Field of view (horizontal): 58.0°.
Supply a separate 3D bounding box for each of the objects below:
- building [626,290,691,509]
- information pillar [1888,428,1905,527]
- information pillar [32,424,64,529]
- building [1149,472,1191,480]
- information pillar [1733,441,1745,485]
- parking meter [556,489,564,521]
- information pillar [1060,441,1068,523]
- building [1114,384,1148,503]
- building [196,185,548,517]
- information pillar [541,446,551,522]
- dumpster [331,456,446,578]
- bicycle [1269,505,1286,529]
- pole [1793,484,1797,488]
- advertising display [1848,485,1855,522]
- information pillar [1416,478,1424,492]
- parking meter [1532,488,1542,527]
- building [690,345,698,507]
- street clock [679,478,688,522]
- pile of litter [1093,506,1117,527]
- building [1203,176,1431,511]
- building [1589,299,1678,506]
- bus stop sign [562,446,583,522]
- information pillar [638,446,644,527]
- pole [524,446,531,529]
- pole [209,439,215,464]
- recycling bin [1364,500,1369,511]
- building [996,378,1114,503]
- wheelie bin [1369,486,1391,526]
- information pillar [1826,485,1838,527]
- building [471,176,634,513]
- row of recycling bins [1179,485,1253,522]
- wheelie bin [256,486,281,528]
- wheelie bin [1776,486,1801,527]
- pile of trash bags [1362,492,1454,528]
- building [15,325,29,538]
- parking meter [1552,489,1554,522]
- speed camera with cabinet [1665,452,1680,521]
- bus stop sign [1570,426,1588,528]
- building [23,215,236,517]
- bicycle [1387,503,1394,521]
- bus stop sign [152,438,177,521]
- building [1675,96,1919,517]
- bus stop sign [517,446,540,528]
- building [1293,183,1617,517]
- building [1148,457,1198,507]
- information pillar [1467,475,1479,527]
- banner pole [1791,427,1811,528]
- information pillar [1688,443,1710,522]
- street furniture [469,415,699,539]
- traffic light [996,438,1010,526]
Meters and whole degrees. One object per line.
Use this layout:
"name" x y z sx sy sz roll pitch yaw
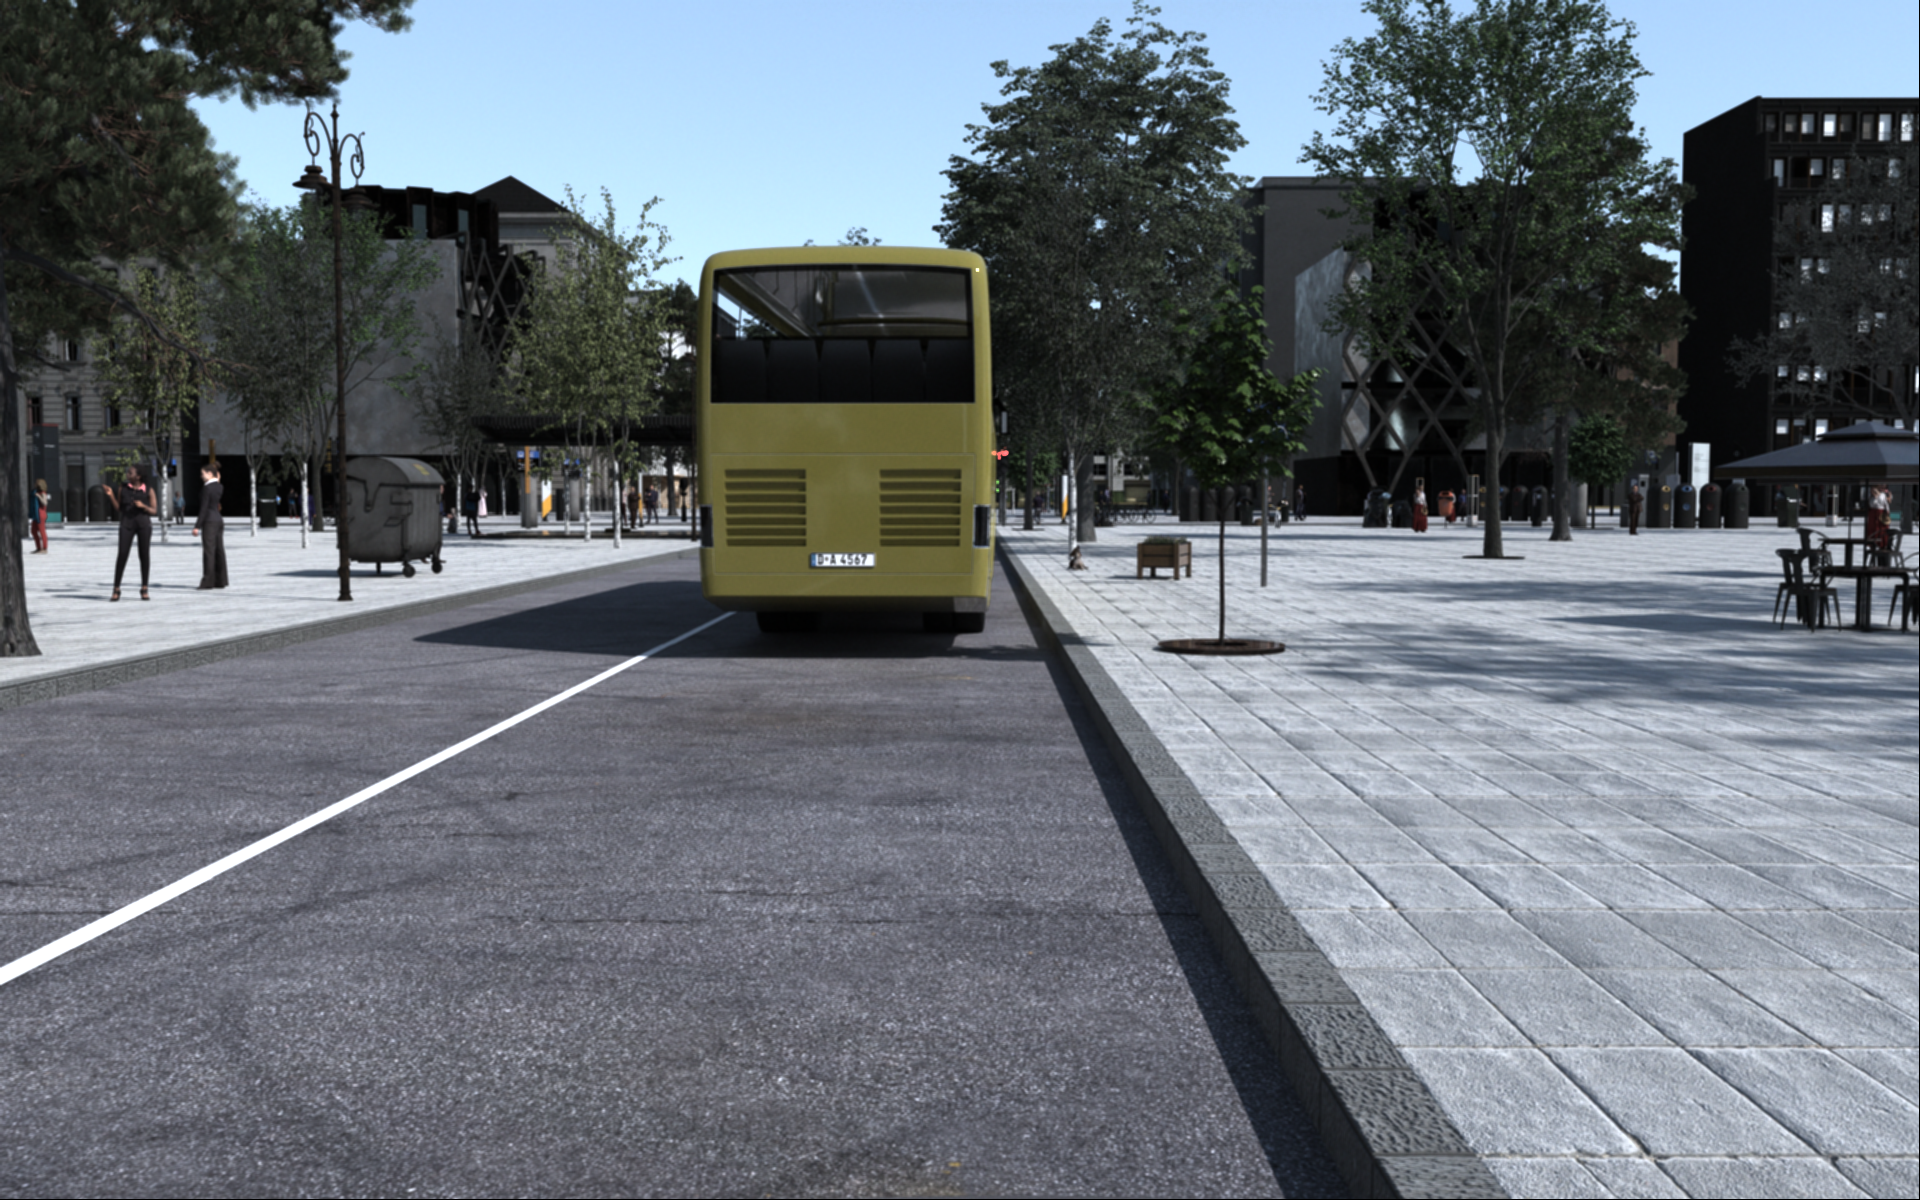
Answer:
"building" -33.887 -18.466 158.342 16.016 20.091 11.380 0 4 0
"information pillar" 36.564 -4.809 68.012 0.750 3.857 0.750 0 4 2
"information pillar" -33.703 -4.559 63.922 0.750 3.857 0.750 2 4 29
"building" 30.468 -21.247 203.812 16.016 20.091 11.380 0 4 0
"information pillar" 34.230 -5.188 76.180 0.504 3.616 0.183 3 4 37
"parking meter" -19.145 -4.555 82.884 0.372 1.533 0.369 0 3 0
"information pillar" 4.618 -5.209 76.516 0.183 3.616 0.504 2 4 27
"building" 38.272 -24.279 263.411 31.486 18.905 16.747 0 4 0
"building" -33.738 -14.468 103.996 16.820 18.784 16.811 0 4 0
"information pillar" -19.142 -5.425 80.055 0.504 3.616 0.183 -3 5 -44
"dumpster" -8.958 -1.312 27.208 1.264 1.857 1.865 0 4 0
"bicycle" 11.864 -3.146 64.663 0.635 0.972 1.543 0 4 4
"pole" 38.956 -5.314 80.735 0.158 3.312 0.155 0 3 0
"advertising display" 41.819 -4.650 81.236 0.123 1.923 0.974 1 4 20
"information pillar" 21.247 -4.624 80.101 0.304 2.012 0.304 0 4 5
"parking meter" 22.677 -3.648 68.059 0.372 1.533 0.369 0 3 0
"building" -33.813 -19.161 169.701 16.016 20.091 11.380 0 4 0
"street clock" -12.763 -4.616 80.037 0.358 2.002 0.471 -2 4 -33
"pile of litter" 5.200 -3.270 67.423 1.719 0.858 1.176 1 4 19
"building" 28.021 -21.199 140.107 14.314 27.812 24.014 0 4 0
"building" 60.775 -21.486 195.267 32.646 21.610 27.936 0 4 0
"bus stop sign" -18.098 -5.619 80.890 0.837 3.901 0.837 0 4 -4
"information pillar" -12.300 -4.605 66.651 0.183 3.616 0.504 0 4 -4
"pole" -15.890 -4.268 63.619 0.158 3.312 0.155 0 3 0
"pole" -27.823 -4.322 64.515 0.158 3.312 0.155 0 3 0
"recycling bin" 18.814 -4.029 78.435 0.722 1.027 0.722 -2 4 -25
"building" 6.571 -24.290 263.605 31.486 18.905 16.747 0 4 0
"wheelie bin" 16.847 -3.773 69.594 0.980 1.594 0.693 2 4 31
"information pillar" 33.985 -3.853 67.485 0.304 2.012 0.304 -3 4 -36
"building" -31.313 -18.314 128.304 11.050 23.489 19.941 0 4 0
"row of recycling bins" 11.828 -4.440 79.707 3.534 1.692 1.069 -1 4 -15
"wheelie bin" -26.457 -3.560 66.114 0.980 1.594 0.693 -1 4 -22
"wheelie bin" 31.819 -3.591 66.617 0.980 1.594 0.693 -1 4 -14
"pile of trash bags" 16.981 -3.426 65.768 3.447 1.369 1.912 1 4 21
"building" -37.472 -13.851 44.483 19.932 24.808 12.078 0 4 0
"parking meter" 27.561 -4.383 80.073 0.372 1.533 0.369 0 3 0
"speed camera with cabinet" 33.959 -5.391 82.484 0.660 3.252 2.038 2 4 25
"bus stop sign" 23.824 -4.747 66.632 0.837 3.901 0.837 2 4 25
"building" -52.443 -15.368 100.421 18.267 20.994 9.793 0 4 0
"bicycle" 20.077 -4.143 80.955 0.635 0.972 1.543 1 4 23
"bus stop sign" -37.449 -5.660 81.551 0.837 3.901 0.837 -3 5 -41
"building" 52.241 -16.579 100.747 15.834 23.373 12.332 0 4 0
"bus stop sign" -16.496 -4.723 66.231 0.837 3.901 0.837 -1 4 -12
"building" 29.957 -14.445 103.628 16.811 18.784 16.820 0 4 0
"building" 30.174 -19.320 182.333 16.747 18.905 31.486 0 4 0
"information pillar" 19.986 -3.856 67.532 0.304 2.012 0.304 -2 4 -29
"banner pole" 31.745 -4.601 65.236 0.863 3.779 0.401 -2 4 -25
"information pillar" 34.173 -5.432 80.125 1.656 3.620 0.184 -3 5 -40
"street furniture" -10.319 -3.672 52.140 7.346 3.524 5.398 0 4 0
"traffic light" 1.785 -5.374 77.113 0.839 4.213 0.868 0 4 0
